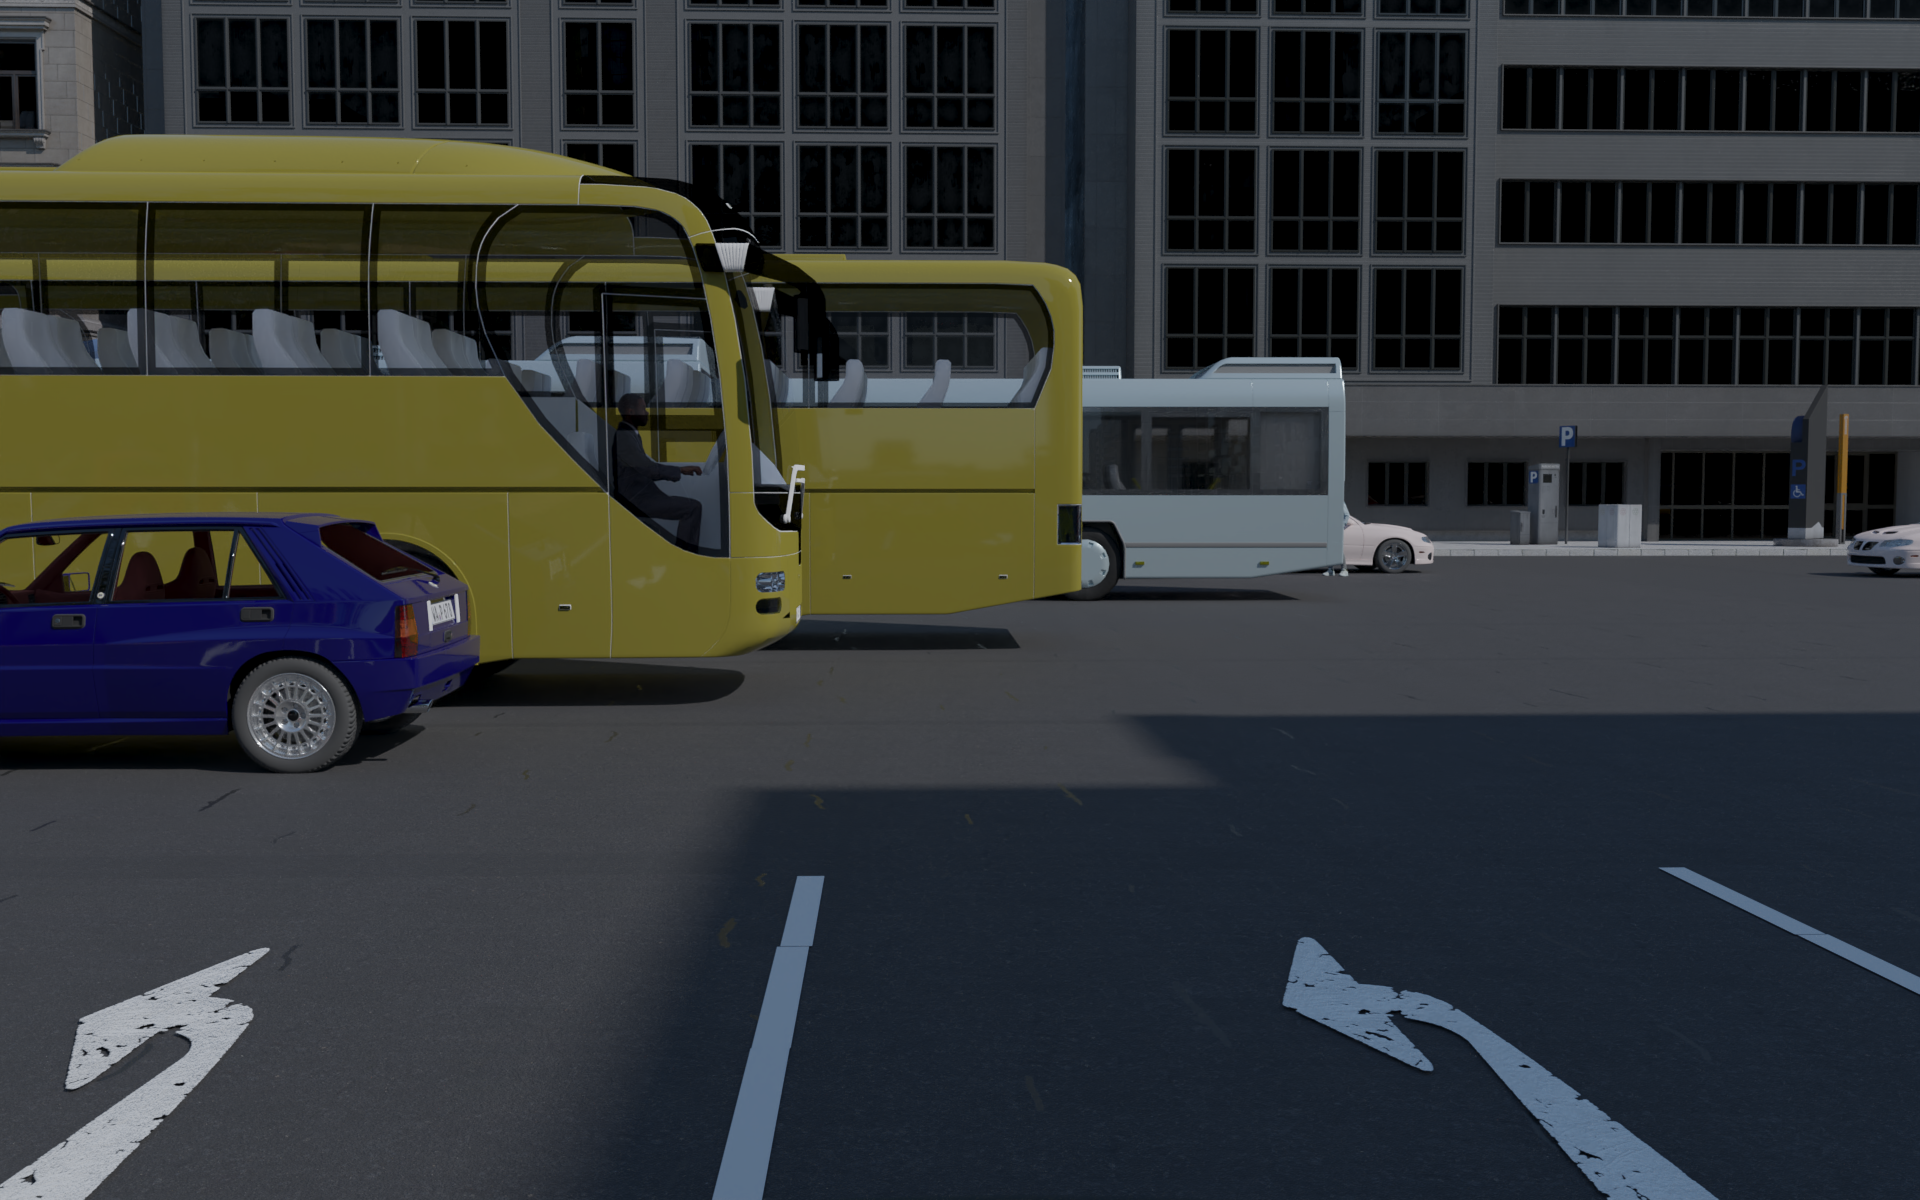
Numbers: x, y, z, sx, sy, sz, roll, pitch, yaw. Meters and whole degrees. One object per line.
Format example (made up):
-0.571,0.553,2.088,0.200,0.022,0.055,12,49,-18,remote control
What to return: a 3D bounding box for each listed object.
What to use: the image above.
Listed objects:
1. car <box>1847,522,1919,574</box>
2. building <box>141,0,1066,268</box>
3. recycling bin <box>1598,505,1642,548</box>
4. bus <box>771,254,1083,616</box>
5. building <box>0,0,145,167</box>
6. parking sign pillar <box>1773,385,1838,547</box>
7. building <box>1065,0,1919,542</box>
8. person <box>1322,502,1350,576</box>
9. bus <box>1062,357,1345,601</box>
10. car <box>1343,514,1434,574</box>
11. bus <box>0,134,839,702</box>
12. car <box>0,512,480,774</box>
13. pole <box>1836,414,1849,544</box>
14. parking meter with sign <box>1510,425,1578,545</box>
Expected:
18.061,-1.096,30.280,4.827,1.381,2.083,0,4,-4,car
-9.325,-15.706,50.307,24.014,27.812,14.314,0,4,-2,building
15.832,-1.774,41.564,0.722,1.027,0.722,-1,4,-16,recycling bin
-5.032,-1.536,16.661,12.252,3.916,2.896,0,4,-2,bus
-42.138,-12.004,47.181,40.483,20.767,10.553,0,4,-2,building
20.799,-3.304,42.488,1.447,3.967,1.447,3,5,44,parking sign pillar
17.974,-14.223,51.618,30.058,24.678,14.314,0,4,-2,building
6.544,-1.228,30.390,0.330,1.601,0.589,-3,5,-40,person
-1.518,-1.793,24.182,13.247,3.499,2.948,0,4,-1,bus
6.305,-1.199,31.964,4.827,1.381,2.083,0,4,-4,car
-7.042,-1.276,12.414,12.252,3.916,2.896,0,4,-2,bus
-4.758,0.182,9.599,3.894,1.354,1.945,0,4,-3,car
22.520,-3.081,44.212,0.158,3.312,0.155,0,3,0,pole
14.761,-2.913,43.883,1.738,3.016,0.543,-2,4,-25,parking meter with sign
